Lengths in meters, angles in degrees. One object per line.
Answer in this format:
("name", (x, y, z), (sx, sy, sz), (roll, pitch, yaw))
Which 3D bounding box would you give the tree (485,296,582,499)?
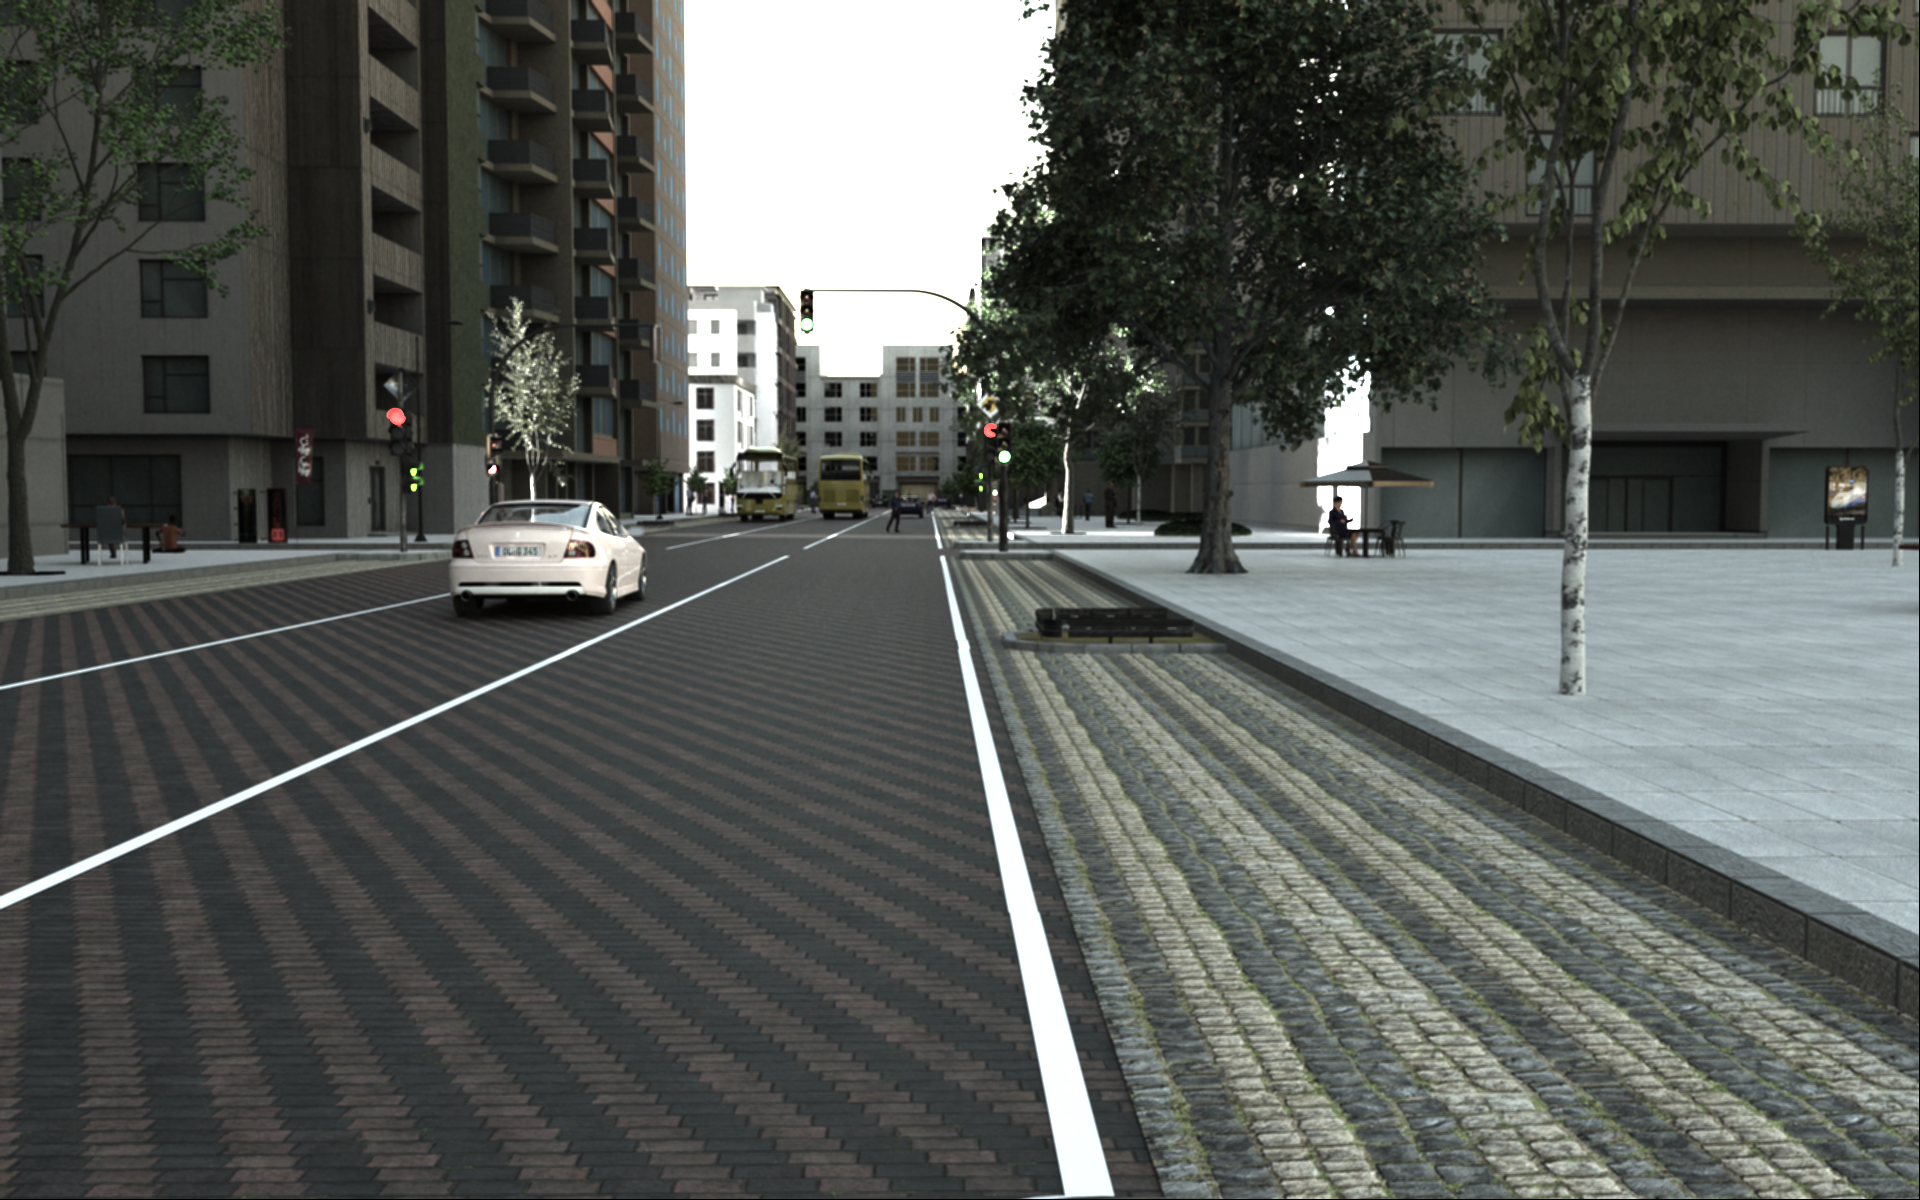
("tree", (-15.869, -6.964, 64.220), (4.360, 8.622, 3.978), (0, 3, 0))

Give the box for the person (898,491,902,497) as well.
("person", (-7.077, -11.641, 198.799), (1.348, 1.831, 0.705), (3, 5, 39))

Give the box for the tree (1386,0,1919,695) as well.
("tree", (4.165, -3.704, 10.925), (4.737, 8.622, 4.395), (0, 3, 0))

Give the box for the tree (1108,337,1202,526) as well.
("tree", (7.474, -7.311, 69.905), (4.360, 8.622, 3.978), (0, 3, 0))

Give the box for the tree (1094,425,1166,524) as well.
("tree", (7.151, -5.527, 74.078), (4.285, 4.588, 4.351), (0, 3, 0))

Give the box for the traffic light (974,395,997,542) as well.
("traffic light", (0.800, -3.526, 46.576), (0.839, 4.253, 0.868), (0, 4, -1))

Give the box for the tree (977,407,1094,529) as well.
("tree", (2.432, -4.934, 64.390), (4.285, 4.588, 4.351), (0, 3, 0))

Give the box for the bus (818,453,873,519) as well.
("bus", (-6.802, -6.828, 103.186), (2.896, 3.916, 12.252), (0, 4, -1))

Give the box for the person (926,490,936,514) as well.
("person", (-2.170, -7.166, 126.600), (0.756, 1.711, 0.436), (2, 4, 35))

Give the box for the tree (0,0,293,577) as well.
("tree", (-14.836, -6.211, 27.303), (9.928, 11.665, 9.643), (0, 3, 0))

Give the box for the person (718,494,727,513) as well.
("person", (-16.003, -6.715, 116.759), (0.530, 1.710, 0.541), (-1, 4, -21))

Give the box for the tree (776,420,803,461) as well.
("tree", (-17.351, -13.274, 167.387), (4.737, 8.622, 4.395), (0, 3, 0))

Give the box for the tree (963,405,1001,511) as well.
("tree", (2.319, -10.878, 128.220), (4.737, 8.622, 4.395), (0, 3, 0))

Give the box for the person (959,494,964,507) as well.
("person", (0.192, -9.994, 170.382), (0.436, 1.711, 0.756), (-1, 4, -12))

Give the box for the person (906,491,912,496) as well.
("person", (-4.714, -9.340, 161.921), (1.217, 1.735, 0.721), (-2, 4, -35))

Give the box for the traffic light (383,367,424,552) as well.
("traffic light", (-12.332, -3.022, 38.332), (0.839, 4.253, 0.868), (0, 4, -1))

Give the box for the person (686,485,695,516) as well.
("person", (-15.878, -5.902, 102.407), (0.599, 1.838, 0.709), (1, 4, 19))

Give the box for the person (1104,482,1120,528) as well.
("person", (5.784, -3.623, 65.972), (0.600, 1.739, 0.565), (0, 4, 1))

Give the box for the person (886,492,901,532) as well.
("person", (-2.448, -3.307, 65.265), (0.574, 1.496, 0.600), (-1, 4, -16))

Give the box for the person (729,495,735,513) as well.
("person", (-15.568, -6.842, 118.849), (0.436, 1.711, 0.756), (2, 4, 32))

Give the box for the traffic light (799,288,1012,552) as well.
("traffic light", (-1.143, -3.899, 38.412), (4.771, 5.953, 1.251), (0, 4, -1))

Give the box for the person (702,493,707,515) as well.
("person", (-16.006, -6.016, 108.307), (0.340, 1.345, 0.435), (0, 4, 4))

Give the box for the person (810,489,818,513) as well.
("person", (-10.769, -7.363, 128.747), (0.599, 1.838, 0.709), (-3, 4, -39))

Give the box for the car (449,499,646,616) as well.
("car", (-5.107, -0.581, 21.858), (2.083, 1.381, 4.827), (0, 4, -3))

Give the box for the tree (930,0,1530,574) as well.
("tree", (4.307, -6.781, 27.881), (9.611, 12.733, 9.660), (0, 3, 0))

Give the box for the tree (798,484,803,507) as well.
("tree", (-16.809, -11.128, 176.551), (1.663, 3.219, 1.824), (0, 3, 0))

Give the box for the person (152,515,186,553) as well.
("person", (-17.248, -1.446, 37.966), (0.859, 0.850, 0.655), (1, 4, 11))

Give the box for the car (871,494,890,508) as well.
("car", (-8.274, -10.365, 179.257), (2.009, 1.686, 4.222), (0, 4, -1))

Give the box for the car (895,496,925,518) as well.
("car", (-3.078, -5.630, 104.626), (1.945, 1.354, 3.894), (0, 4, -1))

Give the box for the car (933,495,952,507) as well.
("car", (-1.848, -10.464, 183.662), (1.945, 1.354, 3.894), (0, 4, -1))

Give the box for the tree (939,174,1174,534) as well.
("tree", (3.581, -7.915, 55.169), (9.928, 11.665, 9.643), (0, 3, 0))

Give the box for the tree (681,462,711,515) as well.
("tree", (-15.891, -6.710, 104.311), (1.663, 3.219, 1.824), (0, 3, 0))

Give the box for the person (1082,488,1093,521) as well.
("person", (6.154, -4.602, 83.502), (0.499, 1.552, 0.429), (3, 5, 40))

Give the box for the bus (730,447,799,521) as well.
("bus", (-10.424, -6.276, 94.166), (2.896, 3.916, 12.252), (0, 4, -2))
